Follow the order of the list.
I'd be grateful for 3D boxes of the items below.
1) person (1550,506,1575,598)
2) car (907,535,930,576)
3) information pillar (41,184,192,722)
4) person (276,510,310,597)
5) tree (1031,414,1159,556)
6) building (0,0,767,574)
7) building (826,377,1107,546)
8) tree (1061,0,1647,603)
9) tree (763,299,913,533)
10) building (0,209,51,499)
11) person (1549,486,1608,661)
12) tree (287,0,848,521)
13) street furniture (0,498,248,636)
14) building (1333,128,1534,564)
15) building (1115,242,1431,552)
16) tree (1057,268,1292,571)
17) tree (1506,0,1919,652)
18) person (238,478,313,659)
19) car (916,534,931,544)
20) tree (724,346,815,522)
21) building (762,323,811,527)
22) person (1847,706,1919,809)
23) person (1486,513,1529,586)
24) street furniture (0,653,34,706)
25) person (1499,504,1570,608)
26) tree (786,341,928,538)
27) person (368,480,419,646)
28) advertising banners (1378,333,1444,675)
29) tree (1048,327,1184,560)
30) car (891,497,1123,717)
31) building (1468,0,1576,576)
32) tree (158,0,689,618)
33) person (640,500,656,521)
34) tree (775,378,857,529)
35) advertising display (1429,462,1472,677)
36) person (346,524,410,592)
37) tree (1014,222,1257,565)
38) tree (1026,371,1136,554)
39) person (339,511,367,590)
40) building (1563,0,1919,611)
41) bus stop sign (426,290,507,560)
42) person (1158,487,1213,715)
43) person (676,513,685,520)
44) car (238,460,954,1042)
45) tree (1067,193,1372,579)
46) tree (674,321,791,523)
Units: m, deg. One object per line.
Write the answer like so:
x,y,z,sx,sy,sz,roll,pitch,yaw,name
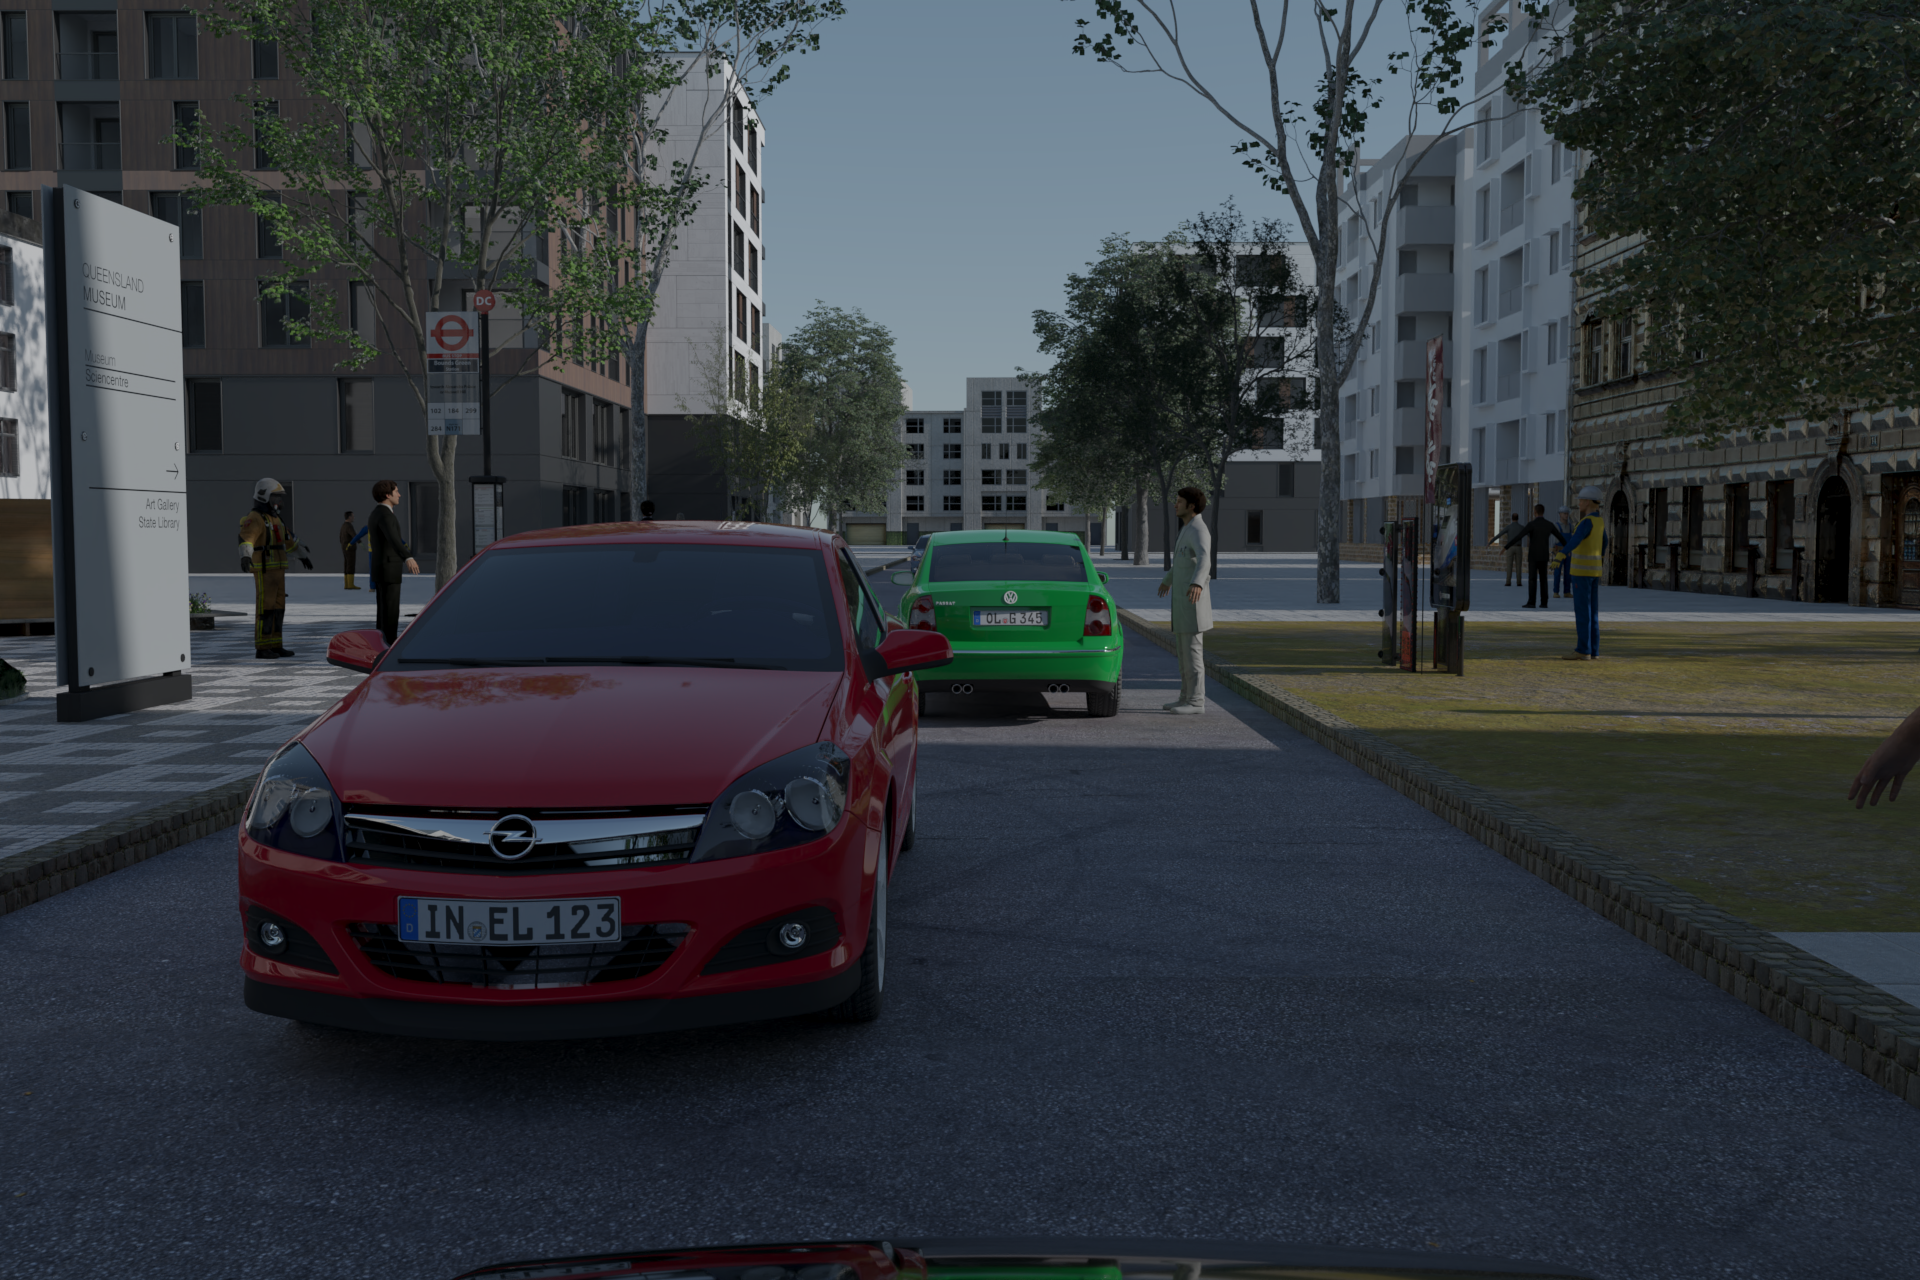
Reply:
12.135,-1.770,34.804,1.347,1.847,0.705,-1,4,-10,person
-0.735,-2.809,57.930,2.014,1.417,4.499,0,4,0,car
-6.060,-1.297,12.520,0.184,3.620,1.656,0,4,1,information pillar
-13.938,-1.803,35.255,1.354,1.856,0.705,0,4,1,person
8.321,-10.201,101.202,8.767,10.594,7.601,0,4,0,tree
-23.890,-13.927,71.687,27.936,21.610,32.646,0,4,1,building
1.120,-20.389,202.268,31.486,18.905,16.747,0,4,3,building
5.856,-10.678,30.468,12.611,20.169,13.585,0,3,0,tree
-7.010,-11.562,95.690,9.857,13.997,8.962,0,3,0,tree
-25.506,-5.597,33.651,9.099,9.664,28.070,0,3,0,building
6.334,-0.688,17.718,0.721,1.772,1.216,3,5,41,person
-9.444,-11.460,43.263,12.611,20.169,13.585,0,3,0,tree
-13.807,-1.070,24.346,9.812,1.723,11.010,-3,5,-42,street furniture
23.618,-13.976,84.922,16.016,20.090,11.380,0,4,0,building
26.100,-17.964,137.679,27.936,21.610,32.646,0,4,0,building
7.292,-7.678,59.952,8.767,10.594,7.601,1,4,14,tree
10.576,-6.818,18.126,9.857,13.997,8.962,0,3,0,tree
-7.111,-0.742,17.897,0.705,1.858,1.354,0,4,6,person
-1.199,-4.796,88.635,2.015,1.641,3.980,0,4,1,car
-7.811,-7.237,68.692,4.737,8.622,4.395,0,3,0,tree
-23.988,-18.027,161.205,16.747,18.905,31.486,0,4,1,building
1.817,0.359,2.710,0.704,1.817,1.347,0,4,2,person
13.606,-2.216,42.502,1.348,1.796,0.705,1,4,14,person
-10.443,0.268,11.247,5.734,0.657,10.072,1,4,14,street furniture
10.012,-1.456,30.028,1.346,1.802,0.704,-1,4,-13,person
-7.673,-12.219,110.149,12.009,13.543,11.850,0,3,0,tree
-5.542,-0.652,16.853,0.705,1.806,1.347,-2,4,-31,person
4.213,-1.225,16.220,0.090,3.025,2.074,0,4,1,advertising banners
8.030,-9.722,84.712,9.928,11.665,9.643,0,3,0,tree
0.361,-0.376,14.942,1.959,1.807,4.718,0,4,0,car
23.488,-12.497,60.744,16.016,20.090,11.380,0,4,1,building
-7.952,-6.158,26.439,9.928,11.665,9.643,0,3,0,tree
-4.260,-1.029,23.547,1.216,1.740,0.721,-1,4,-19,person
-7.245,-8.067,82.255,4.360,8.622,3.978,0,3,0,tree
4.519,-0.659,15.982,0.123,1.923,0.974,0,4,1,advertising display
-12.871,-1.977,38.299,1.349,1.833,0.705,-1,4,-16,person
7.345,-10.041,70.829,9.857,13.997,8.962,0,3,0,tree
8.014,-11.726,109.853,7.486,12.596,7.792,0,3,0,tree
-14.061,-2.070,39.983,0.704,1.812,1.346,-3,5,-40,person
25.104,-12.539,35.935,19.493,23.208,18.063,0,4,1,building
-5.409,-1.854,19.021,0.855,3.939,0.416,0,4,2,bus stop sign
1.817,-0.322,13.902,0.705,1.806,1.347,0,4,-4,person
-7.016,-2.283,43.462,1.348,1.813,0.705,-1,4,-20,person
-1.095,0.159,6.435,2.155,1.783,4.494,0,4,0,car
7.071,-6.980,48.530,8.767,10.594,7.601,1,4,10,tree
-7.767,-6.700,59.901,4.360,8.622,3.978,0,3,0,tree
